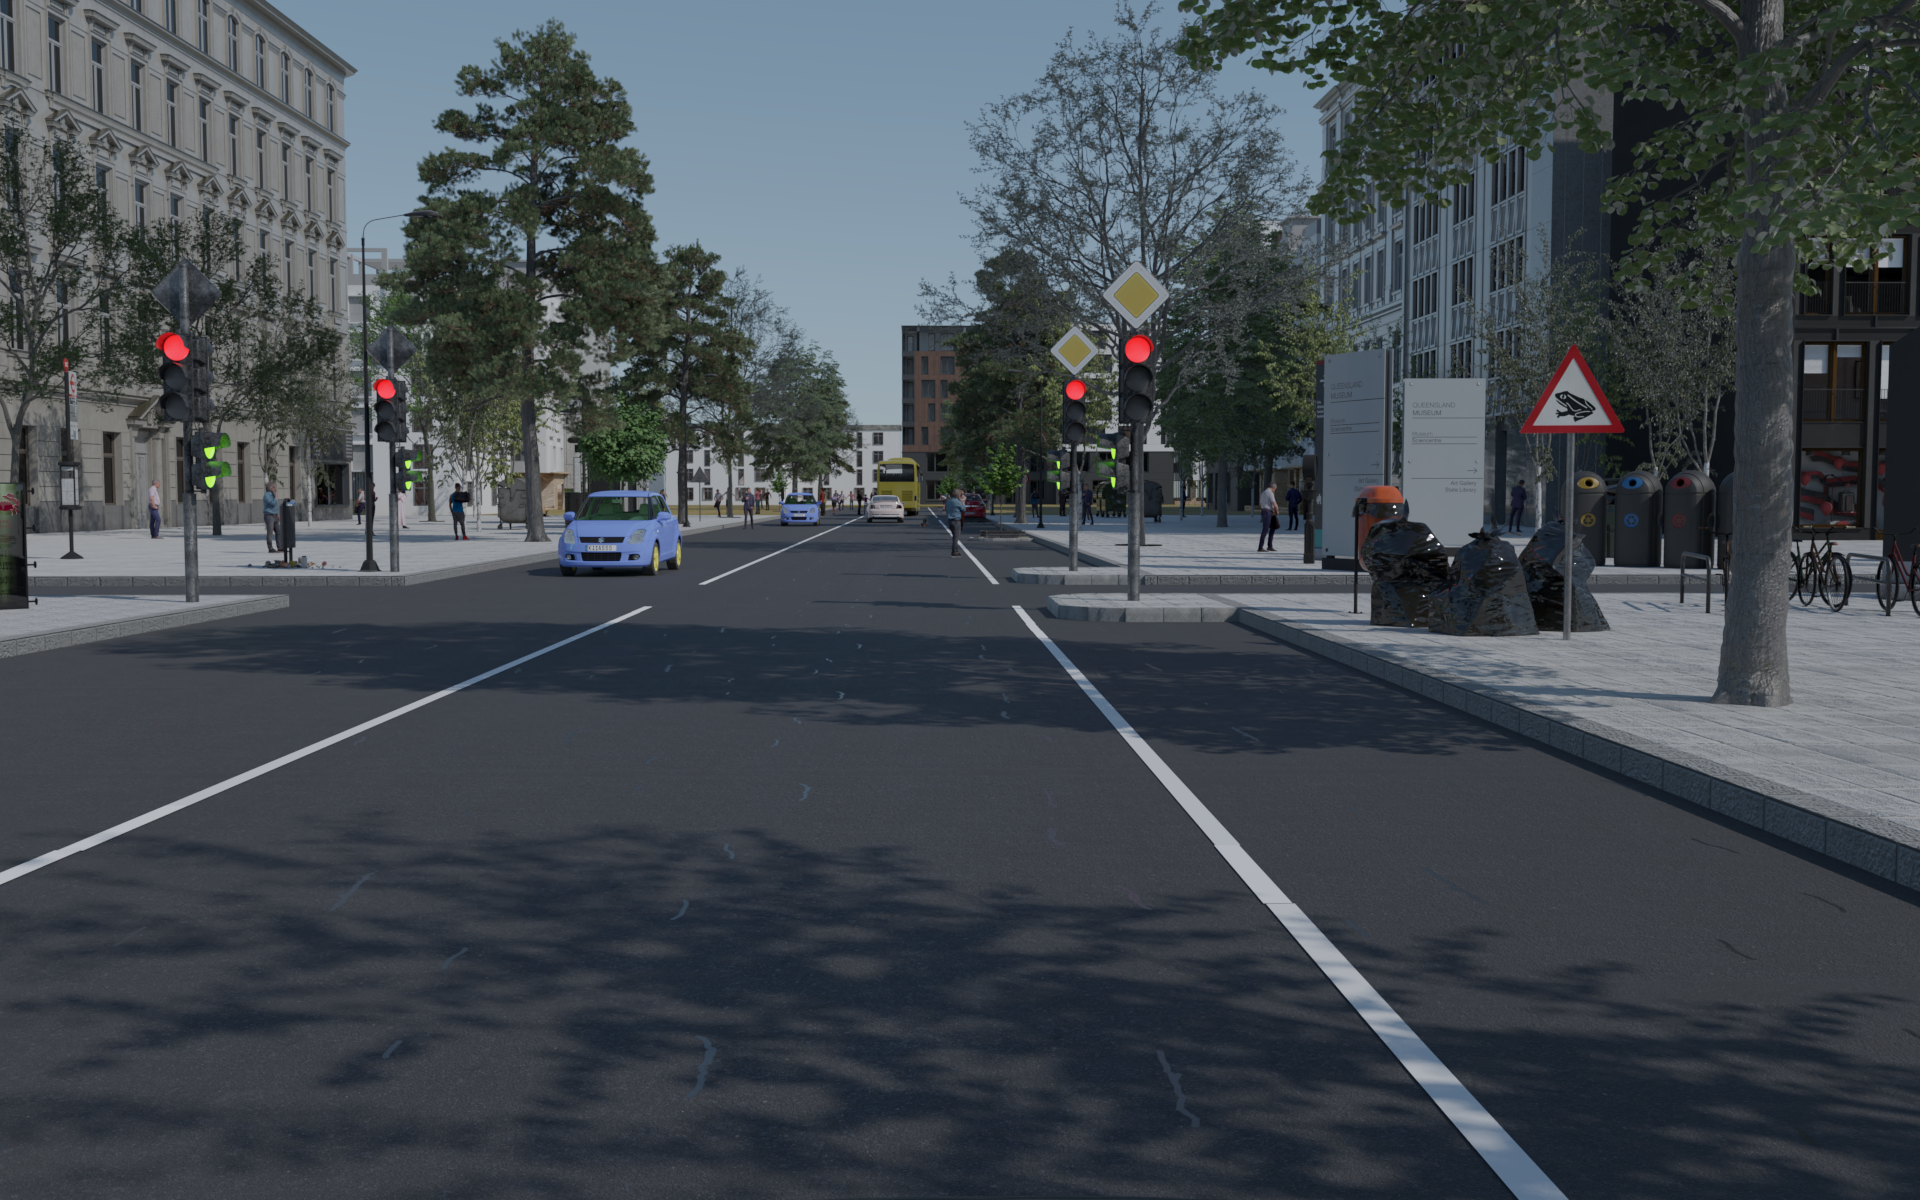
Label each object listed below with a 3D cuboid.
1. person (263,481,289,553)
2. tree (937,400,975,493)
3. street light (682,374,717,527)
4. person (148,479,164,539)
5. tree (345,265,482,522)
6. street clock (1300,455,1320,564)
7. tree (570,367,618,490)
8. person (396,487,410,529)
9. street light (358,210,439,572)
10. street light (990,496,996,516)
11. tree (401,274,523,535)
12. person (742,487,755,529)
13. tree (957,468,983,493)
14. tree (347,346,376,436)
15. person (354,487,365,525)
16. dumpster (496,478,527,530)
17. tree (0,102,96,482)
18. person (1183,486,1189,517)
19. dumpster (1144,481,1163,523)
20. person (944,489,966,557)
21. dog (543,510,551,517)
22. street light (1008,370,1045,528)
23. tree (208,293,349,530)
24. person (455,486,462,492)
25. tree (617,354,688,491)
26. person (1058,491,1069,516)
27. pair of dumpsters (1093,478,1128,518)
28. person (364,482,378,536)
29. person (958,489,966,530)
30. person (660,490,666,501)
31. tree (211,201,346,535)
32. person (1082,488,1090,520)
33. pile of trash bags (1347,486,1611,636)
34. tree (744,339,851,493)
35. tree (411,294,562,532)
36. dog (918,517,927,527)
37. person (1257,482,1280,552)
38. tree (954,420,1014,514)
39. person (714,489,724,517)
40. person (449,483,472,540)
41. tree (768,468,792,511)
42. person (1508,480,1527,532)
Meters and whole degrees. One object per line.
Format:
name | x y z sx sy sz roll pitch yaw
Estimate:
person | -14.861 -1.788 37.486 0.429 1.552 0.499 2 4 27
tree | 1.332 -15.483 171.277 7.486 12.596 7.792 0 3 0
street light | -10.078 -5.783 67.086 1.470 5.913 1.316 0 4 -1
person | -23.109 -2.619 49.795 0.436 1.711 0.756 -1 4 -17
tree | -24.577 -9.419 79.764 9.928 11.665 9.643 0 3 0
street clock | 6.426 -1.667 31.820 0.358 2.002 0.471 1 4 20
tree | -20.816 -9.153 100.011 4.360 8.622 3.978 0 3 0
person | -20.693 -3.499 63.918 0.621 1.740 0.551 1 4 12
street light | -9.223 -3.422 28.485 1.470 5.913 1.316 0 4 -1
street light | 1.414 -7.984 103.083 1.470 5.913 1.316 0 4 -1
tree | -15.442 -6.321 53.705 4.360 8.622 3.978 0 3 0
person | -8.681 -3.767 71.005 0.541 1.710 0.530 0 4 0
tree | 1.367 -9.991 147.071 4.285 4.588 4.351 0 3 0
tree | -25.347 -7.192 67.954 4.360 8.622 3.978 0 3 0
person | -24.745 -3.877 71.650 0.590 1.554 0.614 1 4 13
dumpster | -16.018 -3.485 62.742 1.264 1.857 1.865 0 4 -1
tree | -23.232 -6.585 42.073 8.767 10.594 7.601 -1 4 -19
person | 12.448 -5.454 95.920 0.504 1.737 0.576 1 4 13
dumpster | 8.425 -4.409 77.847 1.264 1.857 1.865 0 4 -1
person | -0.110 -1.736 39.104 0.429 1.552 0.499 -1 4 -15
dog | -23.323 -4.878 97.494 0.550 0.427 0.748 -1 4 -21
street light | 2.491 -5.647 64.871 1.470 5.913 1.316 0 4 -1
tree | -24.307 -6.776 61.143 4.360 8.622 3.978 0 3 0
person | -24.672 -4.810 85.354 0.621 1.740 0.551 3 4 39
tree | -15.201 -8.164 83.845 4.737 8.622 4.395 0 3 0
person | 5.975 -5.694 99.833 0.600 1.739 0.565 0 4 8
pair of dumpsters | 8.381 -5.724 96.083 1.574 2.255 4.436 0 4 -2
person | -18.140 -2.804 53.357 0.415 1.643 0.593 -1 4 -12
person | -0.027 -3.568 68.293 0.566 1.644 0.517 -1 4 -22
person | -16.262 -5.248 94.395 0.480 1.512 0.613 -2 4 -27
tree | -23.027 -7.300 53.760 8.767 10.594 7.601 0 4 -1
person | 6.226 -4.754 85.840 0.516 1.574 0.319 0 4 0
pile of trash bags | 4.864 -0.463 17.315 1.912 1.369 3.447 -1 4 -16
tree | -13.800 -14.470 143.247 9.857 13.997 8.962 0 3 0
tree | -16.339 -6.611 58.447 4.737 8.622 4.395 0 3 0
dog | -1.670 -3.428 76.241 0.748 0.427 0.550 -3 4 -37
person | 6.857 -1.852 38.538 0.590 1.554 0.614 -1 4 -14
tree | 1.819 -9.885 111.979 4.360 8.622 3.978 0 3 0
person | -13.495 -5.424 96.945 0.614 1.554 0.590 2 4 29
person | -13.893 -2.465 48.223 0.647 1.594 0.662 0 4 -5
tree | -13.409 -8.165 128.098 1.663 3.219 1.824 0 3 0
person | 18.850 -3.181 58.504 0.683 1.767 0.568 3 5 40
